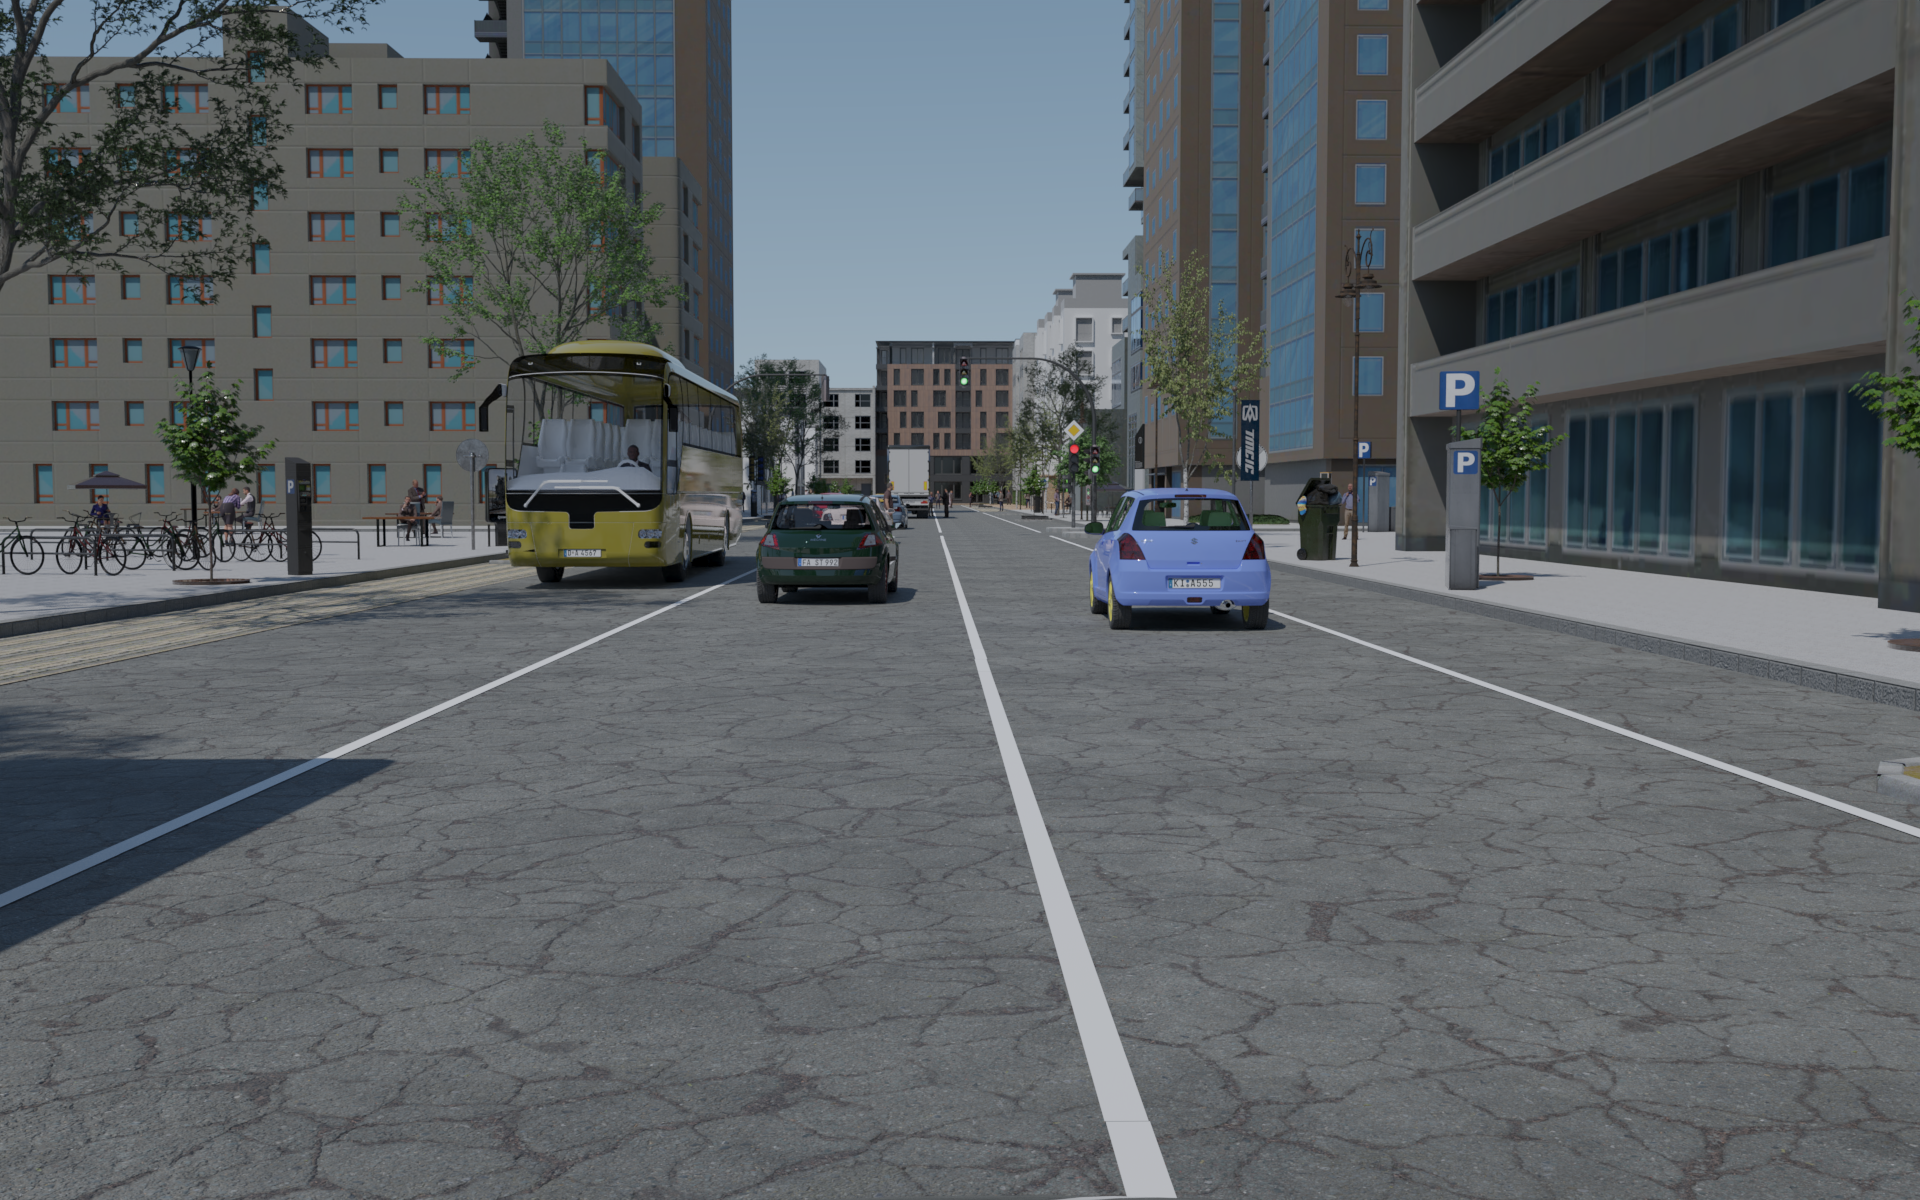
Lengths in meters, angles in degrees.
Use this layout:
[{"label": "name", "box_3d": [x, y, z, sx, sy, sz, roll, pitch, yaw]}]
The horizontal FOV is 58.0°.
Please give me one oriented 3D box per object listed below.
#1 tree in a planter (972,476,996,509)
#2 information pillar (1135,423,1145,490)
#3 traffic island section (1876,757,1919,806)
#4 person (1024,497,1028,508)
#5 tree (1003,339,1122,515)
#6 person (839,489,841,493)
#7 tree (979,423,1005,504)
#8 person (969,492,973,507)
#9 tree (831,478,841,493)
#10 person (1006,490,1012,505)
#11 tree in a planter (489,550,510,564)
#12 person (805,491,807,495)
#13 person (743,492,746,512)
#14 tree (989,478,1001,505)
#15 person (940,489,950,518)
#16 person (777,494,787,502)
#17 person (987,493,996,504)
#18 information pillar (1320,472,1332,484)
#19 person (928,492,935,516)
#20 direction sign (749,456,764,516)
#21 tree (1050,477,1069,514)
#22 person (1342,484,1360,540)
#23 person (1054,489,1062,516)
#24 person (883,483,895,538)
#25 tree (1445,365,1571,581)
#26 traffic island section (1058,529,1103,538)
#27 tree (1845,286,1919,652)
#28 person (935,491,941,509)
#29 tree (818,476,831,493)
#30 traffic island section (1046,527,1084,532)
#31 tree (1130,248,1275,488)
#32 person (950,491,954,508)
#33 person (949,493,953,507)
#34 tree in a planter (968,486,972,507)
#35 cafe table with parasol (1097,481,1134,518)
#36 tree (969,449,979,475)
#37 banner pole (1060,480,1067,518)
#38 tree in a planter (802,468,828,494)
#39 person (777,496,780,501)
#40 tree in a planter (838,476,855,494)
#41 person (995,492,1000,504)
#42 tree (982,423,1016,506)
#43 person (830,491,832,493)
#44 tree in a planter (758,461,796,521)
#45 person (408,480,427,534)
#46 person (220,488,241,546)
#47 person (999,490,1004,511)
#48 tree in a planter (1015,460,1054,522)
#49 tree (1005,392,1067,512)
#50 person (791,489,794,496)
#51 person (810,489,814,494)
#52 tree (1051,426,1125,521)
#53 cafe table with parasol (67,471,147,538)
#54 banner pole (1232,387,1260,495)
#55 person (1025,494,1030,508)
[{"label": "tree in a planter", "box_3d": [2.440, -10.478, 168.531, 1.991, 3.239, 1.994, 0, 4, -1]}, {"label": "information pillar", "box_3d": [5.987, -4.053, 57.628, 0.183, 3.616, 0.504, -2, 4, -27]}, {"label": "traffic island section", "box_3d": [5.403, 0.912, 7.947, 1.991, 0.108, 1.994, 0, 4, -1]}, {"label": "person", "box_3d": [6.289, -9.441, 163.585, 0.628, 1.438, 0.799, -1, 4, -14]}, {"label": "tree", "box_3d": [6.182, -10.349, 103.621, 7.601, 10.594, 8.767, 0, 4, -6]}, {"label": "person", "box_3d": [-13.855, -11.785, 198.707, 0.705, 1.826, 1.348, -2, 4, -29]}, {"label": "tree", "box_3d": [5.106, -12.364, 152.519, 4.737, 8.622, 4.395, 0, 3, 0]}, {"label": "person", "box_3d": [1.193, -10.914, 188.420, 0.415, 1.643, 0.593, 0, 4, -7]}, {"label": "tree", "box_3d": [-14.618, -12.805, 203.968, 1.663, 3.219, 1.824, 0, 3, 0]}, {"label": "person", "box_3d": [5.661, -11.883, 200.875, 0.990, 1.755, 0.434, 3, 5, 43]}, {"label": "tree in a planter", "box_3d": [-8.578, -2.372, 36.006, 1.991, 3.239, 1.994, 0, 4, -1]}, {"label": "person", "box_3d": [-14.619, -9.666, 165.014, 0.436, 1.711, 0.756, 2, 4, 27]}, {"label": "person", "box_3d": [-15.357, -7.047, 121.800, 0.617, 1.759, 0.750, -1, 4, -9]}, {"label": "tree", "box_3d": [4.198, -13.151, 209.627, 1.663, 3.219, 1.824, 0, 3, 0]}, {"label": "person", "box_3d": [-0.904, -5.862, 105.028, 0.600, 1.739, 0.565, -1, 4, -17]}, {"label": "person", "box_3d": [-13.201, -7.430, 128.461, 0.756, 1.711, 0.436, 0, 4, -4]}, {"label": "person", "box_3d": [4.003, -12.949, 217.835, 1.350, 1.814, 0.705, 1, 4, 11]}, {"label": "information pillar", "box_3d": [12.350, -3.303, 58.493, 0.304, 2.012, 0.304, 2, 4, 33]}, {"label": "person", "box_3d": [-1.833, -6.166, 111.372, 0.516, 1.574, 0.319, -3, 5, -44]}, {"label": "direction sign", "box_3d": [-12.147, -6.807, 103.291, 0.876, 3.537, 0.379, 0, 4, -4]}, {"label": "tree", "box_3d": [6.547, -7.027, 109.495, 1.663, 3.219, 1.824, 0, 3, 0]}, {"label": "person", "box_3d": [10.971, -2.477, 48.603, 0.516, 1.574, 0.319, 2, 4, 30]}, {"label": "person", "box_3d": [5.690, -5.710, 101.367, 0.435, 1.587, 0.963, 1, 4, 16]}, {"label": "person", "box_3d": [-2.293, -2.936, 56.633, 0.434, 1.807, 0.598, 1, 4, 10]}, {"label": "tree", "box_3d": [8.083, -1.930, 26.149, 1.663, 3.219, 1.824, 0, 3, 0]}, {"label": "traffic island section", "box_3d": [4.479, -2.175, 57.835, 2.009, 0.180, 2.903, 0, 4, -1]}, {"label": "tree", "box_3d": [8.338, -1.192, 14.096, 1.663, 3.219, 1.824, 0, 3, 0]}, {"label": "person", "box_3d": [-2.081, -9.667, 167.087, 0.617, 1.759, 0.750, 0, 4, -8]}, {"label": "tree", "box_3d": [-14.757, -11.428, 181.443, 1.663, 3.219, 1.824, 0, 3, 0]}, {"label": "traffic island section", "box_3d": [4.333, -2.663, 65.818, 2.009, 0.180, 2.903, 0, 4, -1]}, {"label": "tree", "box_3d": [6.944, -6.209, 51.875, 4.737, 8.622, 4.395, 0, 3, 0]}, {"label": "person", "box_3d": [-0.826, -10.281, 177.151, 0.434, 1.755, 0.990, 1, 4, 9]}, {"label": "person", "box_3d": [-0.980, -10.823, 186.123, 0.551, 1.740, 0.621, 0, 4, 8]}, {"label": "tree in a planter", "box_3d": [1.945, -12.125, 195.470, 1.991, 3.239, 1.994, 0, 4, -1]}, {"label": "cafe table with parasol", "box_3d": [8.171, -5.374, 92.726, 2.610, 1.966, 2.610, -1, 4, -15]}, {"label": "tree", "box_3d": [3.567, -16.269, 216.352, 4.737, 8.622, 4.395, 0, 3, 0]}, {"label": "banner pole", "box_3d": [5.757, -6.273, 92.572, 0.863, 3.779, 0.401, -1, 4, -18]}, {"label": "tree in a planter", "box_3d": [-10.113, -7.495, 119.763, 1.991, 3.239, 1.994, 0, 4, -1]}, {"label": "person", "box_3d": [-15.098, -8.437, 143.972, 1.348, 1.826, 0.705, 3, 5, 44]}, {"label": "tree in a planter", "box_3d": [-11.002, -10.427, 167.703, 1.991, 3.239, 1.994, 0, 4, -1]}, {"label": "person", "box_3d": [4.823, -12.806, 215.412, 0.705, 1.826, 1.348, 3, 5, 43]}, {"label": "tree", "box_3d": [4.304, -13.948, 178.410, 4.360, 8.622, 3.978, 0, 3, 0]}, {"label": "person", "box_3d": [-16.224, -12.900, 217.690, 1.217, 1.736, 0.721, 0, 4, 5]}, {"label": "tree in a planter", "box_3d": [-9.600, -5.762, 91.435, 1.991, 3.239, 1.994, 0, 4, -1]}, {"label": "person", "box_3d": [-17.165, -2.949, 54.939, 0.600, 1.739, 0.565, 1, 4, 18]}, {"label": "person", "box_3d": [-17.862, -2.028, 42.433, 0.421, 1.427, 0.697, 0, 4, 3]}, {"label": "person", "box_3d": [3.287, -8.204, 143.161, 0.617, 1.759, 0.750, -3, 5, -40]}, {"label": "tree in a planter", "box_3d": [3.875, -5.698, 90.383, 1.991, 3.239, 1.994, 0, 4, -1]}, {"label": "tree", "box_3d": [5.905, -10.423, 120.776, 4.737, 8.622, 4.395, 0, 3, 0]}, {"label": "person", "box_3d": [-15.394, -9.357, 159.014, 0.705, 1.826, 1.348, -1, 4, -8]}, {"label": "person", "box_3d": [-8.099, -5.258, 95.184, 0.376, 1.734, 0.841, -2, 4, -24]}, {"label": "tree", "box_3d": [6.081, -5.997, 81.771, 4.285, 4.588, 4.351, 0, 3, 0]}, {"label": "cafe table with parasol", "box_3d": [-25.081, -2.818, 50.941, 2.610, 1.966, 2.610, 1, 4, 22]}, {"label": "banner pole", "box_3d": [6.618, -3.085, 40.461, 0.863, 3.779, 0.401, -1, 4, -12]}, {"label": "person", "box_3d": [6.157, -9.218, 157.287, 0.617, 1.759, 0.750, 0, 4, -5]}]
